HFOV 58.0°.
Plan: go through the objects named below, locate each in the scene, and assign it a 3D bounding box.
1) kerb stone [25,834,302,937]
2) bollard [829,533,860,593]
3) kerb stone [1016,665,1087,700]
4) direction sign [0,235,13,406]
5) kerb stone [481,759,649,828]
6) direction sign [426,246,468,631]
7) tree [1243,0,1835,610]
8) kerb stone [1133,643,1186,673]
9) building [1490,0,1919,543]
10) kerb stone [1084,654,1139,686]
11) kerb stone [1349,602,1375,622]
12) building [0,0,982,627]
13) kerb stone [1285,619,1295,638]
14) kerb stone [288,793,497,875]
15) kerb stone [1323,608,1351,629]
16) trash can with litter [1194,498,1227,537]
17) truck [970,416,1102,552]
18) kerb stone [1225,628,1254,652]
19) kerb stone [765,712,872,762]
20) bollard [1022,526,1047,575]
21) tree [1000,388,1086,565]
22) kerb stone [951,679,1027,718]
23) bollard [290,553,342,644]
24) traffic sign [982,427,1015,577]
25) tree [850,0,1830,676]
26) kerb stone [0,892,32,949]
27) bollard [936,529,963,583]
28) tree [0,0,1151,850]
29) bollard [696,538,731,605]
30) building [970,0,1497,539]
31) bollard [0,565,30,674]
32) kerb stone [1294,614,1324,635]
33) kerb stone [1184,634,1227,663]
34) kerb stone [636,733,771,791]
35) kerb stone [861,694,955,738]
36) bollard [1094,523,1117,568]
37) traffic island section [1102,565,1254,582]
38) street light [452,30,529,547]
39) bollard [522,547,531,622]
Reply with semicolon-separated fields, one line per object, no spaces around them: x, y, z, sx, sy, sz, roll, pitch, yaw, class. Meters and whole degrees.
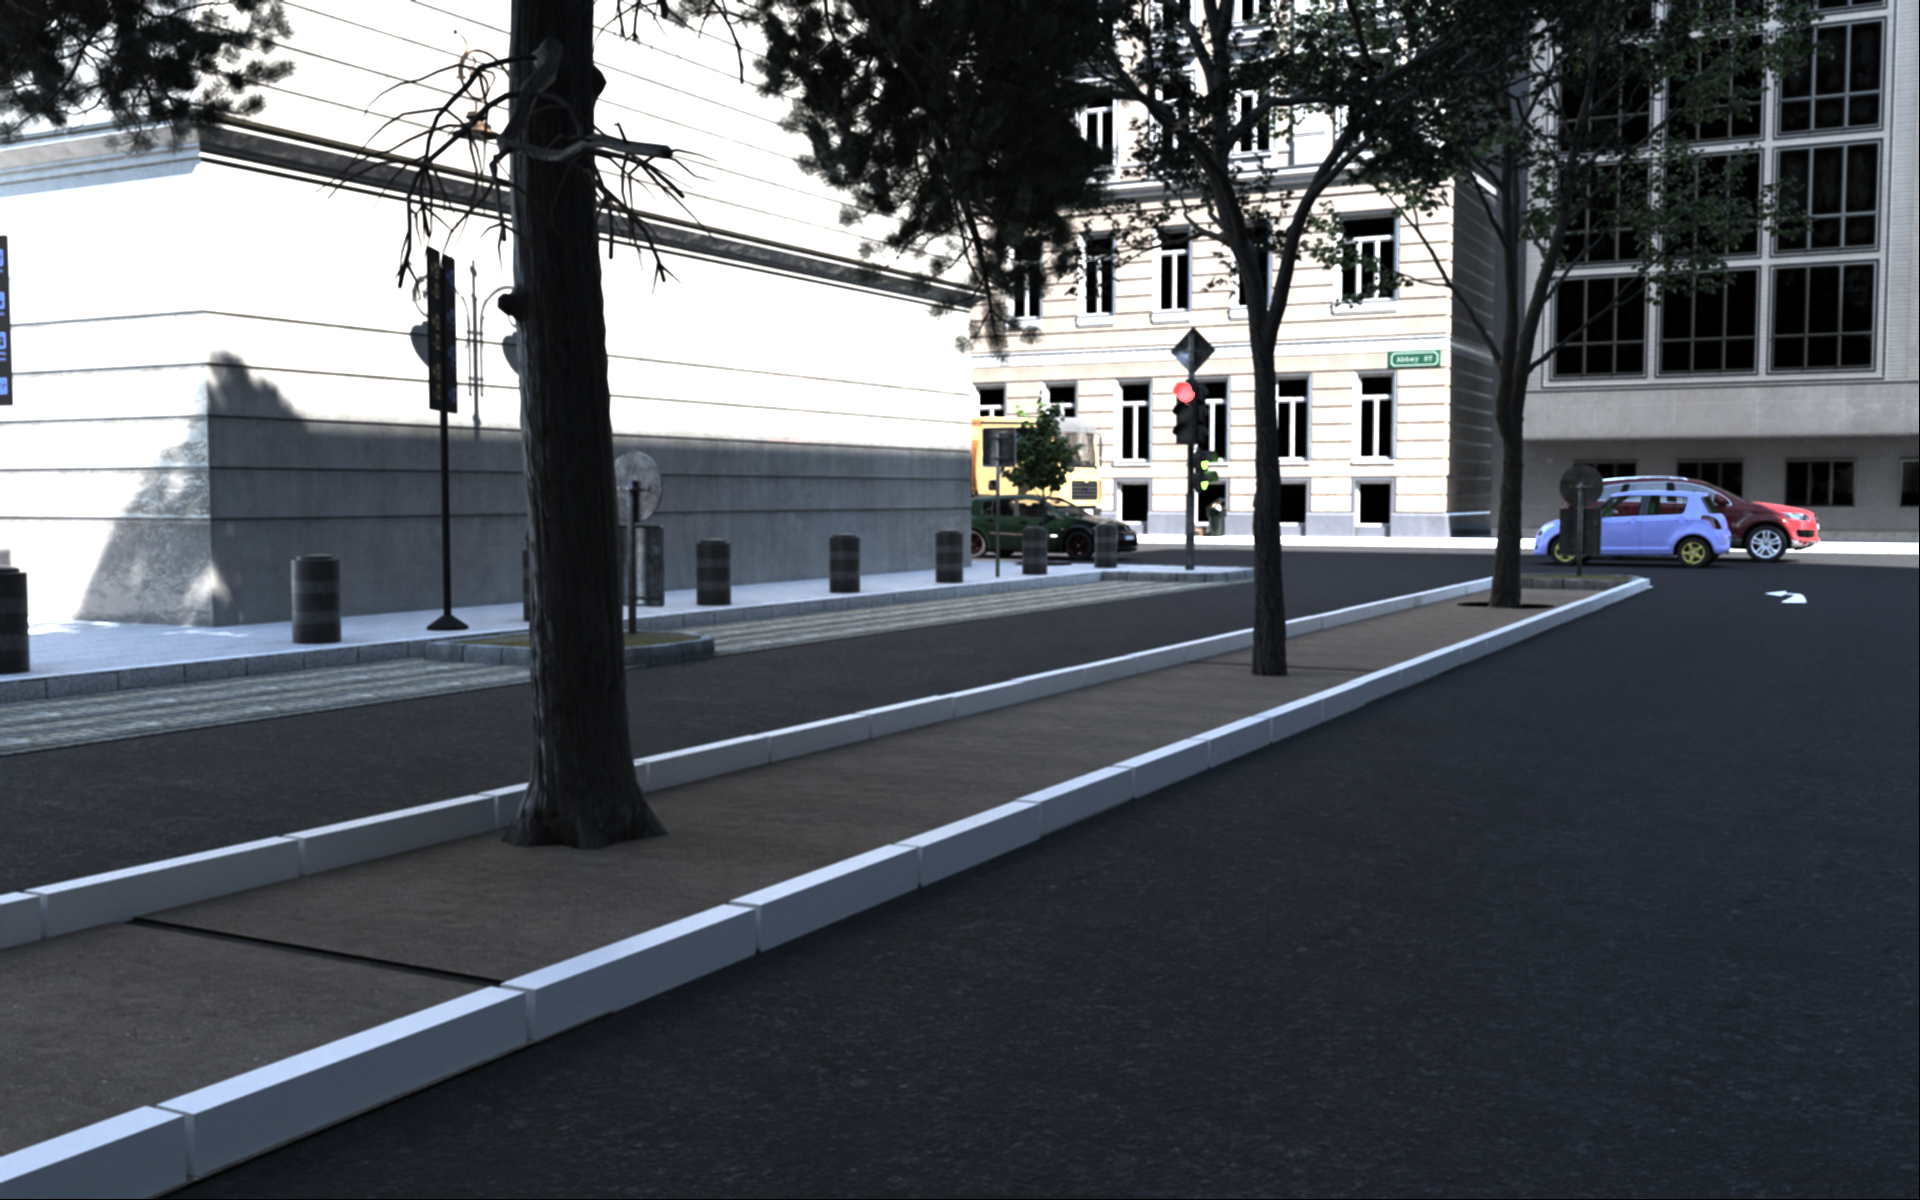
-2.743;0.989;6.023;0.120;0.150;1.000;2;4;28;kerb stone
-1.508;-0.485;22.653;0.404;0.777;0.398;0;3;0;bollard
0.631;0.602;12.376;0.120;0.150;1.000;2;4;28;kerb stone
-8.736;-1.433;15.431;0.876;3.537;0.379;2;4;25;direction sign
-1.783;0.878;7.839;0.120;0.150;1.000;2;4;28;kerb stone
-4.867;-1.489;16.347;0.379;3.537;0.876;0;4;-2;direction sign
6.930;-5.697;21.360;9.928;11.665;9.643;0;3;0;tree
1.595;0.490;14.187;0.120;0.150;1.000;2;4;28;kerb stone
30.997;-13.941;46.998;30.058;24.678;14.314;2;4;28;building
1.112;0.549;13.284;0.120;0.150;1.000;2;4;28;kerb stone
4.485;0.157;19.625;0.120;0.150;1.000;2;4;28;kerb stone
-22.426;-15.677;32.732;44.131;29.872;17.030;2;4;28;building
3.042;0.323;16.911;0.120;0.150;1.000;2;4;28;kerb stone
-2.260;0.934;6.927;0.120;0.150;1.000;2;4;28;kerb stone
4.009;0.216;18.718;0.120;0.150;1.000;2;4;28;kerb stone
7.456;-2.480;51.929;1.055;1.170;0.624;3;4;36;trash can with litter
-0.389;-2.986;44.747;9.791;3.379;3.469;2;4;29;truck
2.556;0.378;16.009;0.120;0.150;1.000;2;4;28;kerb stone
-0.816;0.770;9.656;0.120;0.150;1.000;2;4;28;kerb stone
1.199;-0.797;27.742;0.404;0.777;0.398;0;3;0;bollard
1.530;-2.267;31.664;1.663;3.219;1.824;0;3;0;tree
0.154;0.662;11.468;0.120;0.150;1.000;2;4;28;kerb stone
-5.578;-0.017;15.003;0.404;0.777;0.398;0;3;0;bollard
0.585;-1.505;26.728;0.606;2.300;0.079;2;4;35;traffic sign
2.628;-4.696;13.654;8.767;10.594;7.601;2;4;28;tree
-3.224;1.044;5.119;0.120;0.150;1.000;2;4;28;kerb stone
-0.155;-0.641;25.197;0.404;0.777;0.398;0;3;0;bollard
-1.650;-5.040;6.918;6.751;12.117;7.091;0;3;0;tree
-2.861;-0.330;20.108;0.404;0.777;0.398;0;3;0;bollard
8.286;-16.700;58.957;20.117;28.700;13.634;2;4;28;building
-6.927;0.138;12.456;0.404;0.777;0.398;0;3;0;bollard
3.517;0.270;17.819;0.120;0.150;1.000;2;4;28;kerb stone
2.078;0.434;15.098;0.120;0.150;1.000;2;4;28;kerb stone
-1.300;0.822;8.753;0.120;0.150;1.000;2;4;28;kerb stone
-0.335;0.712;10.561;0.120;0.150;1.000;2;4;28;kerb stone
2.549;-0.952;30.288;0.404;0.777;0.398;0;3;0;bollard
3.879;-0.434;29.373;2.009;0.180;2.903;2;4;28;traffic island section
-4.426;-2.752;17.787;0.468;5.910;1.993;2;4;28;street light
-4.224;-0.173;17.547;0.404;0.777;0.398;0;3;0;bollard
